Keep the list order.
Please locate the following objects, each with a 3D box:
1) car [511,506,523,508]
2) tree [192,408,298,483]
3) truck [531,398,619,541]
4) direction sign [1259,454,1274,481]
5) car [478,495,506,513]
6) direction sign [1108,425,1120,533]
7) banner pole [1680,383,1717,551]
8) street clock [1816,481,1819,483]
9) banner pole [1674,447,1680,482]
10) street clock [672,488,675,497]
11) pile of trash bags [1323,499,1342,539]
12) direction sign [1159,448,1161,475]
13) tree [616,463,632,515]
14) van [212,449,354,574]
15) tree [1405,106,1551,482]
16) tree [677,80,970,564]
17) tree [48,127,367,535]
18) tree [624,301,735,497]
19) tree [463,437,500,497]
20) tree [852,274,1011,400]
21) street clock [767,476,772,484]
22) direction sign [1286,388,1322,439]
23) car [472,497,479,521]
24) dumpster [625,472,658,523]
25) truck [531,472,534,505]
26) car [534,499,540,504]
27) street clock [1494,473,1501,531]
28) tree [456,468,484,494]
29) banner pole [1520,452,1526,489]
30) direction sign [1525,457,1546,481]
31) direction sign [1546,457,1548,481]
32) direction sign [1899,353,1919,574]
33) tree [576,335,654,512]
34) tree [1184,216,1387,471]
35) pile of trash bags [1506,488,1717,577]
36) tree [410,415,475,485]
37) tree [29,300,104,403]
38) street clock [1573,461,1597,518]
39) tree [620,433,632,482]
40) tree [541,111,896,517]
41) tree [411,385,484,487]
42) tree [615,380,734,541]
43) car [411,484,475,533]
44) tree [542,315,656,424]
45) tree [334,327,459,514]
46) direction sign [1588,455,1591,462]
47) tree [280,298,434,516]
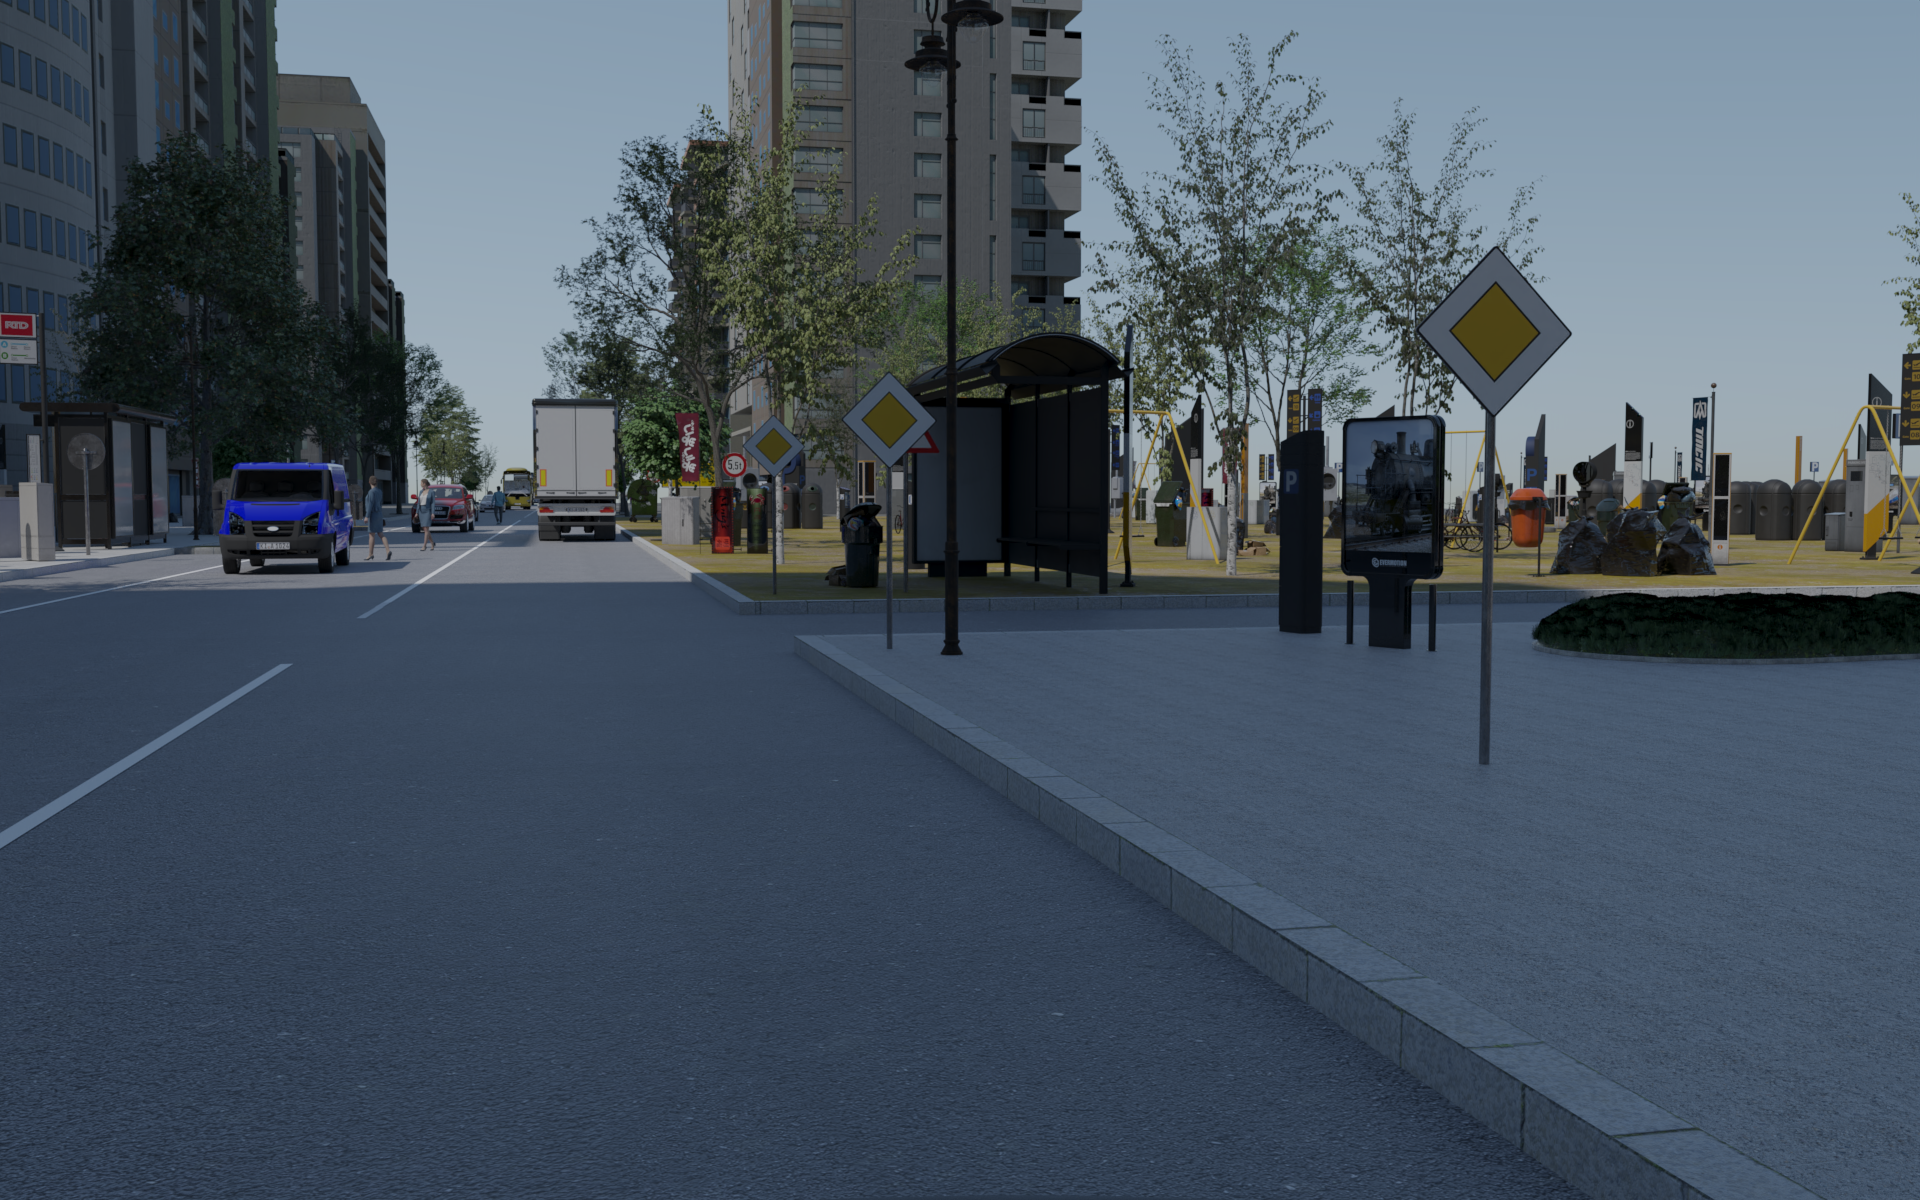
[{"bbox_3d":[-46.183,-10.389,179.639,2.009,1.686,4.222,-1,4,-11],"label":"car"},{"bbox_3d":[-25.969,-4.863,63.220,4.285,4.588,4.351,0,3,0],"label":"tree"},{"bbox_3d":[-12.455,-4.125,56.357,2.839,4.237,11.283,-1,4,-12],"label":"truck"},{"bbox_3d":[17.304,-6.472,97.815,0.876,3.537,0.379,2,4,26],"label":"direction sign"},{"bbox_3d":[-36.585,-7.533,135.528,2.083,1.381,4.827,-1,4,-12],"label":"car"},{"bbox_3d":[4.867,-3.943,56.468,0.876,3.537,0.379,-3,4,-36],"label":"direction sign"},{"bbox_3d":[16.861,-3.011,39.249,0.401,3.779,0.863,-1,4,-20],"label":"banner pole"},{"bbox_3d":[48.650,-5.753,98.632,0.471,2.002,0.358,0,4,0],"label":"street clock"},{"bbox_3d":[37.765,-6.187,91.181,0.401,3.779,0.863,-1,4,-10],"label":"banner pole"},{"bbox_3d":[-14.876,-5.190,89.430,0.471,2.002,0.358,-3,5,-39],"label":"street clock"},{"bbox_3d":[11.806,-2.399,48.973,1.912,1.369,3.447,-1,4,-20],"label":"pile of trash bags"},{"bbox_3d":[10.064,-5.647,84.319,0.876,3.537,0.379,3,4,37],"label":"direction sign"},{"bbox_3d":[-20.751,-6.795,105.707,1.663,3.219,1.824,0,3,0],"label":"tree"},{"bbox_3d":[-12.762,-1.748,32.962,2.240,2.365,5.245,-1,4,-15],"label":"van"},{"bbox_3d":[8.902,-5.053,32.975,4.360,8.622,3.978,0,3,0],"label":"tree"},{"bbox_3d":[-3.097,-4.954,31.355,4.737,8.622,4.395,0,3,0],"label":"tree"},{"bbox_3d":[-23.713,-8.408,54.482,9.611,12.733,9.660,0,3,0],"label":"tree"},{"bbox_3d":[-10.949,-7.078,66.081,4.360,8.622,3.978,0,3,0],"label":"tree"},{"bbox_3d":[-61.204,-16.388,218.307,4.360,8.622,3.978,0,3,0],"label":"tree"},{"bbox_3d":[-1.301,-9.566,82.157,9.928,11.665,9.643,0,3,0],"label":"tree"},{"bbox_3d":[-7.531,-3.996,69.899,0.471,2.002,0.358,2,4,25],"label":"street clock"},{"bbox_3d":[7.413,-2.775,37.364,0.876,3.537,0.379,3,5,44],"label":"direction sign"},{"bbox_3d":[-26.006,-4.908,90.026,2.009,1.686,4.222,-1,4,-12],"label":"car"},{"bbox_3d":[-14.337,-4.640,78.356,1.502,2.255,1.985,-1,4,-13],"label":"dumpster"},{"bbox_3d":[-56.401,-14.383,224.068,2.839,4.237,11.283,-1,4,-12],"label":"truck"},{"bbox_3d":[-57.601,-13.565,234.142,2.083,1.381,4.827,-1,4,-13],"label":"car"},{"bbox_3d":[18.740,-3.424,60.552,0.358,2.002,0.471,1,4,21],"label":"street clock"},{"bbox_3d":[-58.904,-13.744,208.435,4.285,4.588,4.351,0,3,0],"label":"tree"},{"bbox_3d":[33.554,-6.910,103.000,0.401,3.779,0.863,-3,5,-39],"label":"banner pole"},{"bbox_3d":[30.070,-6.038,90.724,0.876,3.537,0.379,1,4,16],"label":"direction sign"},{"bbox_3d":[34.949,-6.871,104.344,0.876,3.537,0.379,0,4,-6],"label":"direction sign"},{"bbox_3d":[15.477,-2.183,27.696,0.379,3.537,0.876,-3,4,-39],"label":"direction sign"},{"bbox_3d":[-24.559,-12.592,124.009,7.486,12.596,7.792,0,3,0],"label":"tree"},{"bbox_3d":[12.316,-8.576,65.965,9.928,11.665,9.643,0,3,0],"label":"tree"},{"bbox_3d":[10.177,-1.088,27.543,3.447,1.369,1.912,-1,4,-22],"label":"pile of trash bags"},{"bbox_3d":[-48.237,-12.792,159.517,4.737,8.622,4.395,0,3,0],"label":"tree"},{"bbox_3d":[-31.496,-6.901,63.190,4.360,8.622,3.978,0,3,0],"label":"tree"},{"bbox_3d":[13.873,-2.075,38.496,0.471,2.002,0.358,3,5,44],"label":"street clock"},{"bbox_3d":[-42.950,-17.557,204.071,9.611,12.733,9.660,0,3,0],"label":"tree"},{"bbox_3d":[-5.729,-6.560,41.661,8.767,10.594,7.601,0,4,-4],"label":"tree"},{"bbox_3d":[-53.284,-16.037,180.324,7.486,12.596,7.792,0,3,0],"label":"tree"},{"bbox_3d":[-7.849,-3.917,47.752,4.285,4.588,4.351,0,3,0],"label":"tree"},{"bbox_3d":[-19.704,-3.513,66.116,2.281,1.827,5.304,-1,4,-12],"label":"car"},{"bbox_3d":[-35.910,-19.817,179.897,12.611,20.169,13.585,0,3,0],"label":"tree"},{"bbox_3d":[-35.696,-11.229,109.350,9.928,11.665,9.643,0,3,0],"label":"tree"},{"bbox_3d":[36.719,-6.672,101.081,0.379,3.537,0.876,2,4,27],"label":"direction sign"},{"bbox_3d":[-29.397,-9.020,81.896,7.601,10.594,8.767,0,4,-3],"label":"tree"}]
